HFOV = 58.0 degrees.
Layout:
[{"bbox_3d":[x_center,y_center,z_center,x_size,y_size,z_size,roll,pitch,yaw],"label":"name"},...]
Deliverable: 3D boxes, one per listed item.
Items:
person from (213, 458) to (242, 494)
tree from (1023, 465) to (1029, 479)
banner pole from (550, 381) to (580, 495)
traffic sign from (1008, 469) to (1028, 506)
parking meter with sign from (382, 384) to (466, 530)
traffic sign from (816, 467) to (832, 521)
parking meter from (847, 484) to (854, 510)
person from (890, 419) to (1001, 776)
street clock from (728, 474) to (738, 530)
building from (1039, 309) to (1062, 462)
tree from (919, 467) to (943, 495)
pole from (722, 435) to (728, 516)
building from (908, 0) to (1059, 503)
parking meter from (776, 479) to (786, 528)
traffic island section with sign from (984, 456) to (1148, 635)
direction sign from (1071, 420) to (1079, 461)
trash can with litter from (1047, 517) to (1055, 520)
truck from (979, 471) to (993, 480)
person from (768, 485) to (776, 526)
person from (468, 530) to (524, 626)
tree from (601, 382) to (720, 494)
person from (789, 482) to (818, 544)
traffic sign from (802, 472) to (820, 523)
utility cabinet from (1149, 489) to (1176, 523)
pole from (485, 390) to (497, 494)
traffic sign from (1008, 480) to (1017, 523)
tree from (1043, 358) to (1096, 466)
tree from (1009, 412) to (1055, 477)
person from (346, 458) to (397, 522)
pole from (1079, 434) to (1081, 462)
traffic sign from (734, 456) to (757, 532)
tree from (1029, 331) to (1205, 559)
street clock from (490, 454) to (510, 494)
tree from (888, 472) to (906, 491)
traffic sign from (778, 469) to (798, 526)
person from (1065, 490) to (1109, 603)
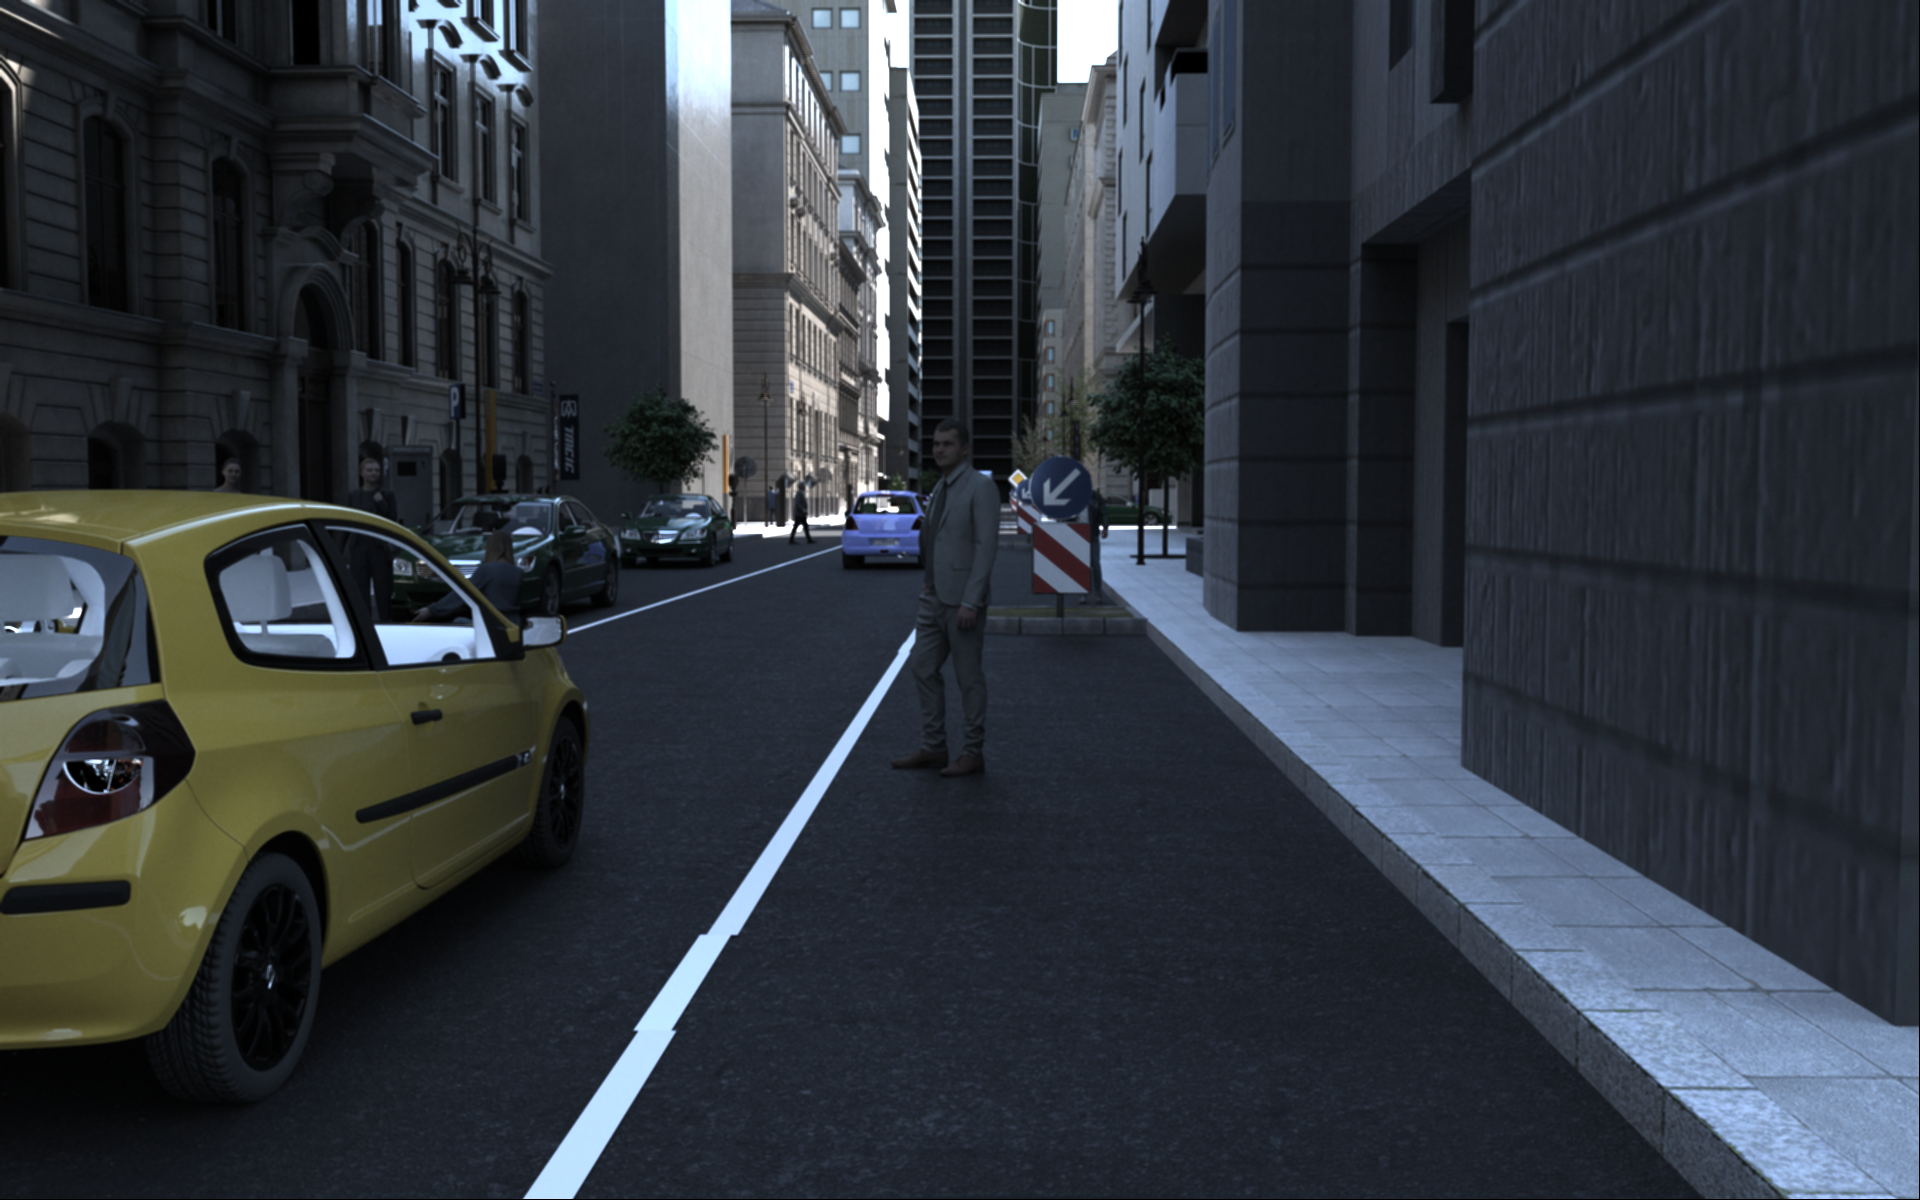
[{"bbox_3d":[-7.045,-0.484,16.747,0.374,1.781,0.599,1,4,13],"label":"person"},{"bbox_3d":[7.099,-10.774,159.873,4.285,4.588,4.351,0,3,0],"label":"tree"},{"bbox_3d":[-8.802,-2.961,38.430,0.863,3.779,0.401,1,4,15],"label":"banner pole"},{"bbox_3d":[2.289,-3.955,68.302,0.795,2.450,0.064,0,4,2],"label":"traffic sign"},{"bbox_3d":[-8.687,-1.892,27.194,1.738,3.016,0.543,-2,4,-34],"label":"parking meter with sign"},{"bbox_3d":[-6.520,-5.062,82.876,0.768,2.556,0.104,0,4,8],"label":"traffic sign"},{"bbox_3d":[-6.533,-5.986,103.581,0.255,1.863,0.399,2,4,30],"label":"parking meter"},{"bbox_3d":[-0.028,-0.018,8.901,0.391,1.810,0.635,-3,4,-39],"label":"person"},{"bbox_3d":[-8.033,-3.477,61.417,0.358,2.002,0.471,1,4,12],"label":"street clock"},{"bbox_3d":[22.114,-20.251,176.144,27.650,21.520,28.899,0,4,2],"label":"building"},{"bbox_3d":[-3.455,-13.743,208.415,4.285,4.588,4.351,0,3,0],"label":"tree"},{"bbox_3d":[-8.097,-4.033,59.781,0.158,3.312,0.155,0,3,0],"label":"pole"},{"bbox_3d":[3.479,-49.293,244.186,20.611,71.187,20.563,0,4,2],"label":"building"},{"bbox_3d":[-6.856,-3.700,66.209,0.255,1.863,0.399,-2,4,-33],"label":"parking meter"},{"bbox_3d":[0.958,-0.612,18.633,1.989,1.847,2.006,0,4,2],"label":"traffic island section with sign"},{"bbox_3d":[3.540,-3.755,53.395,0.379,3.537,0.876,-1,4,-12],"label":"direction sign"},{"bbox_3d":[4.744,-4.591,86.446,0.624,1.170,1.055,-2,4,-30],"label":"trash can with litter"},{"bbox_3d":[2.573,-12.476,193.748,2.967,4.110,18.799,0,4,1],"label":"truck"},{"bbox_3d":[-7.866,-3.932,72.974,0.721,1.800,0.419,0,4,3],"label":"person"},{"bbox_3d":[-3.808,0.019,13.693,1.012,1.151,0.738,-3,5,-41],"label":"person"},{"bbox_3d":[-8.668,-4.079,50.403,4.285,4.588,4.351,0,3,0],"label":"tree"},{"bbox_3d":[-4.496,-2.494,49.680,0.834,1.777,0.661,0,4,-5],"label":"person"},{"bbox_3d":[-6.583,-4.459,76.553,0.795,2.450,0.064,0,4,2],"label":"traffic sign"},{"bbox_3d":[8.918,-4.139,76.352,1.173,1.500,0.318,-1,4,-19],"label":"utility cabinet"},{"bbox_3d":[-9.243,-2.467,34.173,0.158,3.312,0.155,0,3,0],"label":"pole"},{"bbox_3d":[2.507,-4.443,76.284,0.795,2.450,0.064,0,4,2],"label":"traffic sign"},{"bbox_3d":[6.384,-8.827,94.684,4.737,8.622,4.395,0,3,0],"label":"tree"},{"bbox_3d":[6.494,-12.487,154.523,4.360,8.622,3.978,0,3,0],"label":"tree"},{"bbox_3d":[-5.684,-0.473,16.662,0.576,1.772,0.534,-2,4,-26],"label":"person"},{"bbox_3d":[3.982,-3.952,58.458,0.158,3.312,0.155,0,3,0],"label":"pole"},{"bbox_3d":[-7.196,-3.544,58.046,0.768,2.556,0.104,0,4,3],"label":"traffic sign"},{"bbox_3d":[4.193,-3.130,34.896,4.285,4.588,4.351,0,3,0],"label":"tree"},{"bbox_3d":[-8.416,-1.658,31.683,0.358,2.002,0.471,-1,4,-18],"label":"street clock"},{"bbox_3d":[-5.591,-9.642,152.250,1.663,3.219,1.824,0,3,0],"label":"tree"},{"bbox_3d":[-6.802,-3.971,68.571,0.795,2.450,0.064,0,4,2],"label":"traffic sign"},{"bbox_3d":[1.646,-0.859,22.895,0.623,1.781,0.721,0,4,-1],"label":"person"}]
